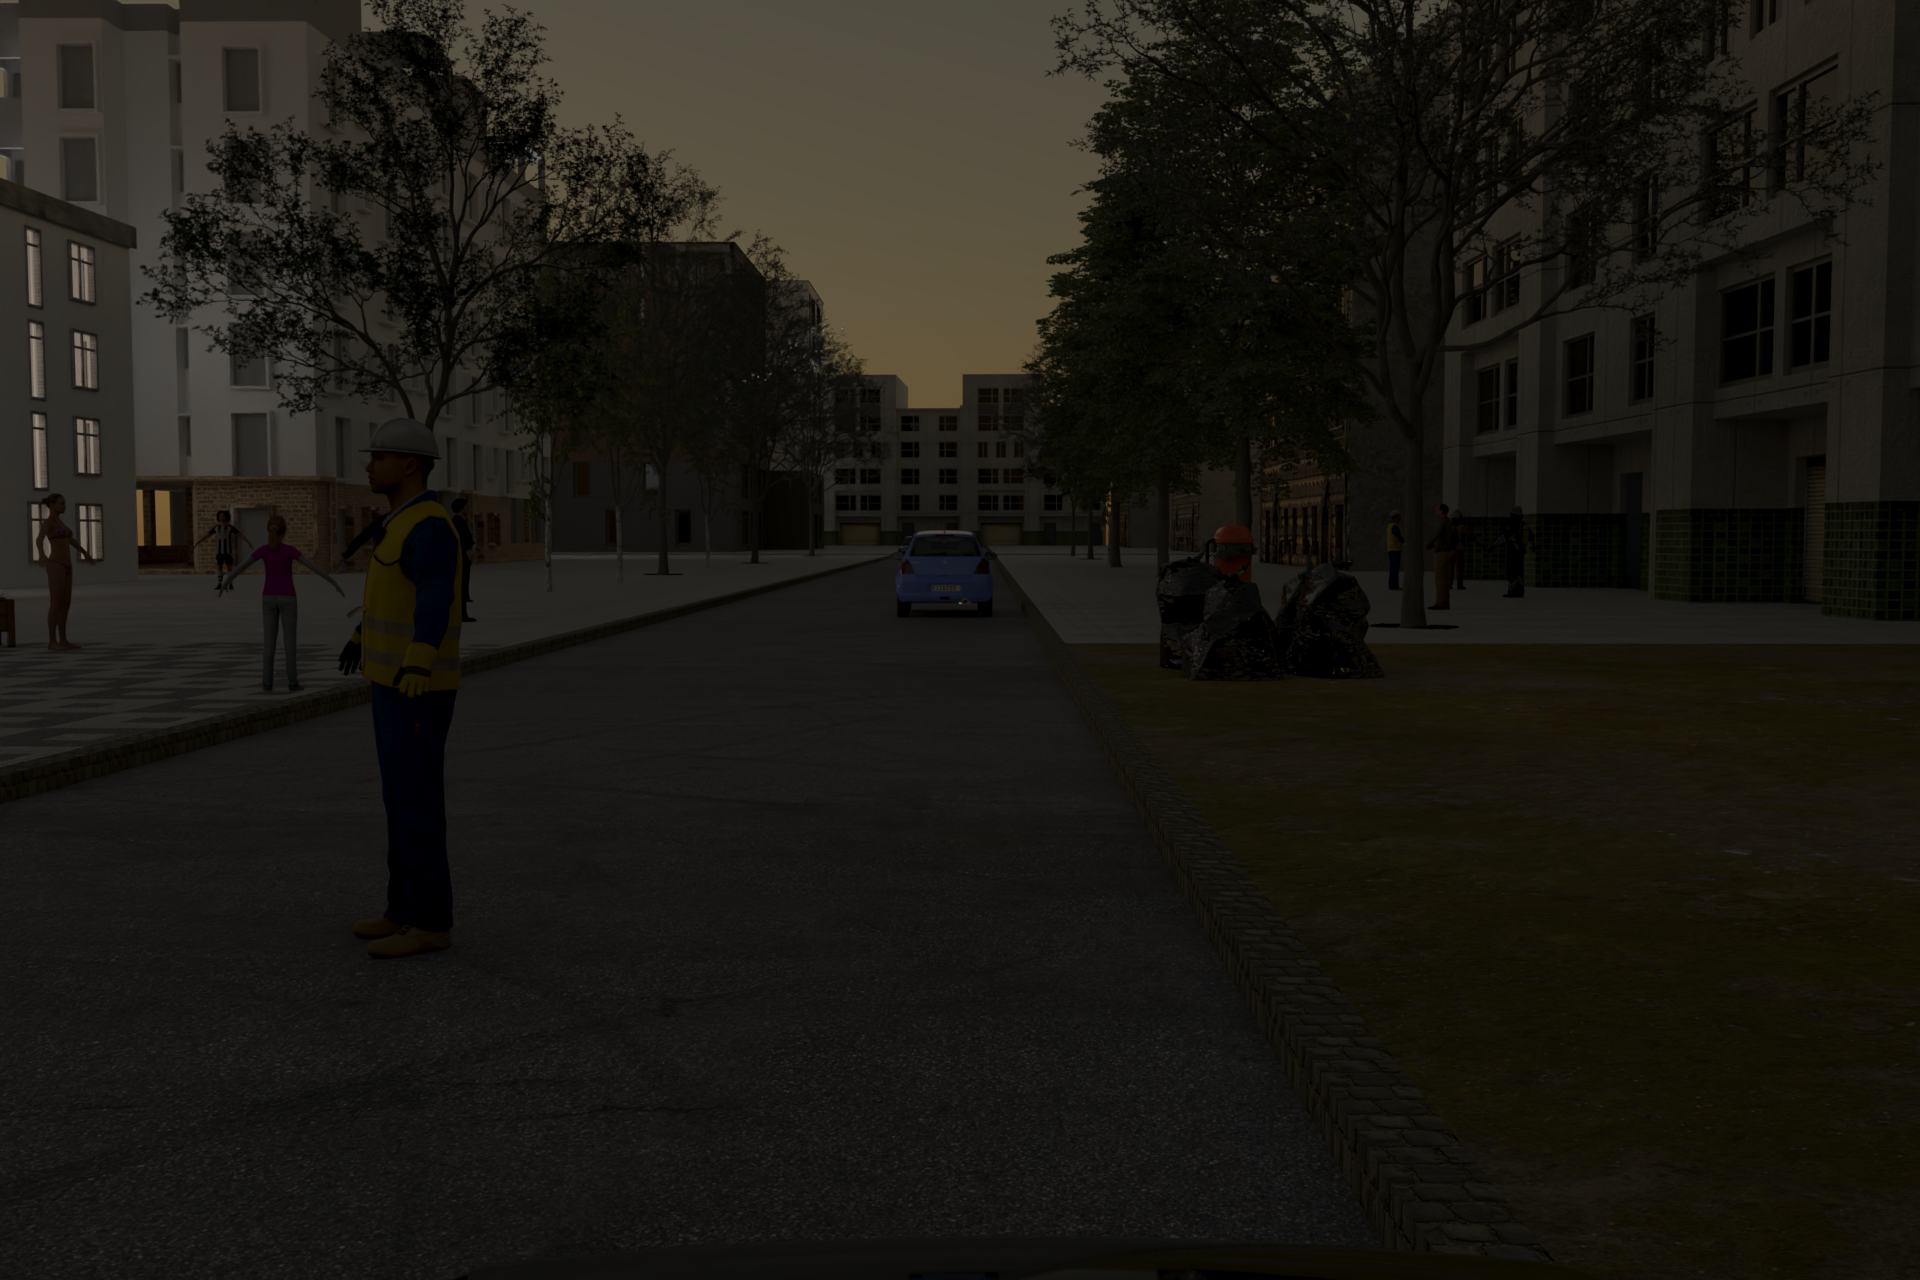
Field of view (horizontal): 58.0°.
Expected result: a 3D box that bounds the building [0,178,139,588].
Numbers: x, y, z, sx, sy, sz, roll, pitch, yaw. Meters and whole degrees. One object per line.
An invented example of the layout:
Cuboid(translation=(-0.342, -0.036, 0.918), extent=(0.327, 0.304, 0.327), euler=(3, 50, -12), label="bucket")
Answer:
Cuboid(translation=(-23.388, -5.594, 33.614), extent=(9.099, 9.664, 28.070), euler=(0, 4, 0), label="building")

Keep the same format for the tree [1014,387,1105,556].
Cuboid(translation=(6.778, -10.103, 99.591), extent=(7.601, 10.594, 8.767), euler=(-3, 5, -43), label="tree")

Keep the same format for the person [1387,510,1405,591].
Cuboid(translation=(9.934, -2.046, 39.428), extent=(0.705, 1.833, 1.349), euler=(0, 4, 0), label="person")

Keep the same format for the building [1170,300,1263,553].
Cuboid(translation=(25.648, -18.052, 126.072), extent=(19.493, 23.208, 18.063), euler=(0, 4, 1), label="building")

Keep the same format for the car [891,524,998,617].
Cuboid(translation=(-0.281, -1.321, 31.188), extent=(1.945, 1.707, 3.694), euler=(0, 4, -1), label="car")

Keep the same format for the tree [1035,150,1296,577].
Cuboid(translation=(6.109, -8.149, 51.361), extent=(7.486, 12.596, 7.792), euler=(0, 3, 0), label="tree")

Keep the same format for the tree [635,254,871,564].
Cuboid(translation=(-8.765, -10.060, 74.848), extent=(12.009, 13.543, 11.850), euler=(0, 3, 0), label="tree")

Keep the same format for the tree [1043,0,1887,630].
Cuboid(translation=(6.090, -6.898, 23.156), extent=(12.009, 13.543, 11.850), euler=(0, 3, 0), label="tree")

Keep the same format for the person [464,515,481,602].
Cuboid(translation=(-9.310, -1.593, 32.759), extent=(0.721, 1.740, 1.216), euler=(-2, 4, -33), label="person")

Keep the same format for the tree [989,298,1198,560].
Cuboid(translation=(6.541, -10.798, 86.916), extent=(12.009, 13.543, 11.850), euler=(0, 3, 0), label="tree")

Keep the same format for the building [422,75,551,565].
Cuboid(translation=(-25.378, -13.245, 72.970), extent=(16.016, 20.090, 11.380), euler=(0, 3, 0), label="building")

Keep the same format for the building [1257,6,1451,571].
Cuboid(translation=(22.558, -14.476, 67.611), extent=(19.493, 23.208, 18.063), euler=(0, 4, 1), label="building")

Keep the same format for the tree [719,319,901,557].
Cuboid(translation=(-8.444, -11.518, 98.693), extent=(12.009, 13.543, 11.850), euler=(0, 3, 0), label="tree")

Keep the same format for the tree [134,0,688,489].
Cuboid(translation=(-9.069, -5.768, 28.715), extent=(8.767, 10.594, 7.601), euler=(-2, 4, -27), label="tree")

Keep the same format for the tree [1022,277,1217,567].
Cuboid(translation=(6.163, -9.060, 66.254), extent=(7.486, 12.596, 7.792), euler=(0, 3, 0), label="tree")

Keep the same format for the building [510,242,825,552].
Cuboid(translation=(-26.116, -17.960, 137.614), extent=(27.936, 21.610, 32.646), euler=(0, 4, 0), label="building")

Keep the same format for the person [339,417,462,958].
Cuboid(translation=(-1.941, 0.148, 6.011), extent=(0.705, 1.833, 1.349), euler=(-2, 4, -27), label="person")

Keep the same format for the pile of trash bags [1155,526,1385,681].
Cuboid(translation=(2.838, -0.429, 16.768), extent=(1.912, 1.369, 3.447), euler=(0, 4, -1), label="pile of trash bags")

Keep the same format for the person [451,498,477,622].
Cuboid(translation=(-7.268, -1.172, 25.353), extent=(0.705, 1.806, 1.347), euler=(-1, 4, -20), label="person")

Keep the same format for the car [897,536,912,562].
Cuboid(translation=(-2.239, -4.657, 88.727), extent=(1.945, 1.354, 3.894), euler=(0, 4, 1), label="car")

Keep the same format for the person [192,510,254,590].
Cuboid(translation=(-16.920, -2.059, 39.810), extent=(1.345, 1.843, 0.704), euler=(0, 4, -7), label="person")

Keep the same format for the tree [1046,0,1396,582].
Cuboid(translation=(5.406, -7.139, 34.851), extent=(7.486, 12.596, 7.792), euler=(0, 3, 0), label="tree")

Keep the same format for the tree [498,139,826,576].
Cuboid(translation=(-9.345, -8.782, 53.957), extent=(12.009, 13.543, 11.850), euler=(0, 3, 0), label="tree")

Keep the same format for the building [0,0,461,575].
Cuboid(translation=(-24.960, -12.208, 56.025), extent=(16.016, 20.090, 11.380), euler=(0, 4, 0), label="building")

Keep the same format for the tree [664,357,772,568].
Cuboid(translation=(-9.742, -7.086, 66.215), extent=(4.360, 8.622, 3.978), euler=(0, 3, 0), label="tree")

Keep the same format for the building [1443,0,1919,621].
Cuboid(translation=(21.982, -10.204, 33.286), extent=(16.747, 18.905, 31.486), euler=(0, 4, 1), label="building")

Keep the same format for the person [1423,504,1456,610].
Cuboid(translation=(8.153, -1.413, 29.380), extent=(0.705, 1.796, 1.348), euler=(3, 4, 37), label="person")

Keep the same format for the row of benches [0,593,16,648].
Cuboid(translation=(-12.259, -0.187, 18.521), extent=(4.104, 0.672, 1.422), euler=(-3, 5, -43), label="row of benches")

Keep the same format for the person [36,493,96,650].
Cuboid(translation=(-9.939, -0.762, 19.254), extent=(0.721, 1.733, 1.217), euler=(0, 4, -3), label="person")

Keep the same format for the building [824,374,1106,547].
Cuboid(translation=(0.700, -20.149, 198.355), extent=(31.486, 18.905, 16.747), euler=(0, 4, 3), label="building")

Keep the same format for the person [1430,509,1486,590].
Cuboid(translation=(11.507, -2.103, 40.145), extent=(1.354, 1.858, 0.705), euler=(3, 4, 37), label="person")

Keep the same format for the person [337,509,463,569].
Cuboid(translation=(-6.271, -0.823, 19.389), extent=(1.347, 1.837, 0.705), euler=(-1, 4, -14), label="person")

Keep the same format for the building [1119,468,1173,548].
Cuboid(translation=(24.861, -20.608, 167.863), extent=(19.493, 23.208, 18.063), euler=(0, 4, 0), label="building")

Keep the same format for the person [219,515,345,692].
Cuboid(translation=(-5.551, -0.299, 14.162), extent=(0.991, 1.433, 0.599), euler=(0, 4, -7), label="person")

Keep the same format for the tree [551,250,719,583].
Cuboid(translation=(-9.119, -5.808, 45.325), extent=(4.360, 8.622, 3.978), euler=(0, 3, 0), label="tree")

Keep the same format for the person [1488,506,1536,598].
Cuboid(translation=(11.213, -1.787, 34.996), extent=(1.354, 1.856, 0.705), euler=(-2, 4, -32), label="person")

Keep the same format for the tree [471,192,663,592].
Cuboid(translation=(-8.943, -5.375, 38.250), extent=(4.737, 8.622, 4.395), euler=(0, 3, 0), label="tree")

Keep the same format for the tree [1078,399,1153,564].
Cuboid(translation=(6.591, -7.548, 73.768), extent=(4.737, 8.622, 4.395), euler=(0, 3, 0), label="tree")
